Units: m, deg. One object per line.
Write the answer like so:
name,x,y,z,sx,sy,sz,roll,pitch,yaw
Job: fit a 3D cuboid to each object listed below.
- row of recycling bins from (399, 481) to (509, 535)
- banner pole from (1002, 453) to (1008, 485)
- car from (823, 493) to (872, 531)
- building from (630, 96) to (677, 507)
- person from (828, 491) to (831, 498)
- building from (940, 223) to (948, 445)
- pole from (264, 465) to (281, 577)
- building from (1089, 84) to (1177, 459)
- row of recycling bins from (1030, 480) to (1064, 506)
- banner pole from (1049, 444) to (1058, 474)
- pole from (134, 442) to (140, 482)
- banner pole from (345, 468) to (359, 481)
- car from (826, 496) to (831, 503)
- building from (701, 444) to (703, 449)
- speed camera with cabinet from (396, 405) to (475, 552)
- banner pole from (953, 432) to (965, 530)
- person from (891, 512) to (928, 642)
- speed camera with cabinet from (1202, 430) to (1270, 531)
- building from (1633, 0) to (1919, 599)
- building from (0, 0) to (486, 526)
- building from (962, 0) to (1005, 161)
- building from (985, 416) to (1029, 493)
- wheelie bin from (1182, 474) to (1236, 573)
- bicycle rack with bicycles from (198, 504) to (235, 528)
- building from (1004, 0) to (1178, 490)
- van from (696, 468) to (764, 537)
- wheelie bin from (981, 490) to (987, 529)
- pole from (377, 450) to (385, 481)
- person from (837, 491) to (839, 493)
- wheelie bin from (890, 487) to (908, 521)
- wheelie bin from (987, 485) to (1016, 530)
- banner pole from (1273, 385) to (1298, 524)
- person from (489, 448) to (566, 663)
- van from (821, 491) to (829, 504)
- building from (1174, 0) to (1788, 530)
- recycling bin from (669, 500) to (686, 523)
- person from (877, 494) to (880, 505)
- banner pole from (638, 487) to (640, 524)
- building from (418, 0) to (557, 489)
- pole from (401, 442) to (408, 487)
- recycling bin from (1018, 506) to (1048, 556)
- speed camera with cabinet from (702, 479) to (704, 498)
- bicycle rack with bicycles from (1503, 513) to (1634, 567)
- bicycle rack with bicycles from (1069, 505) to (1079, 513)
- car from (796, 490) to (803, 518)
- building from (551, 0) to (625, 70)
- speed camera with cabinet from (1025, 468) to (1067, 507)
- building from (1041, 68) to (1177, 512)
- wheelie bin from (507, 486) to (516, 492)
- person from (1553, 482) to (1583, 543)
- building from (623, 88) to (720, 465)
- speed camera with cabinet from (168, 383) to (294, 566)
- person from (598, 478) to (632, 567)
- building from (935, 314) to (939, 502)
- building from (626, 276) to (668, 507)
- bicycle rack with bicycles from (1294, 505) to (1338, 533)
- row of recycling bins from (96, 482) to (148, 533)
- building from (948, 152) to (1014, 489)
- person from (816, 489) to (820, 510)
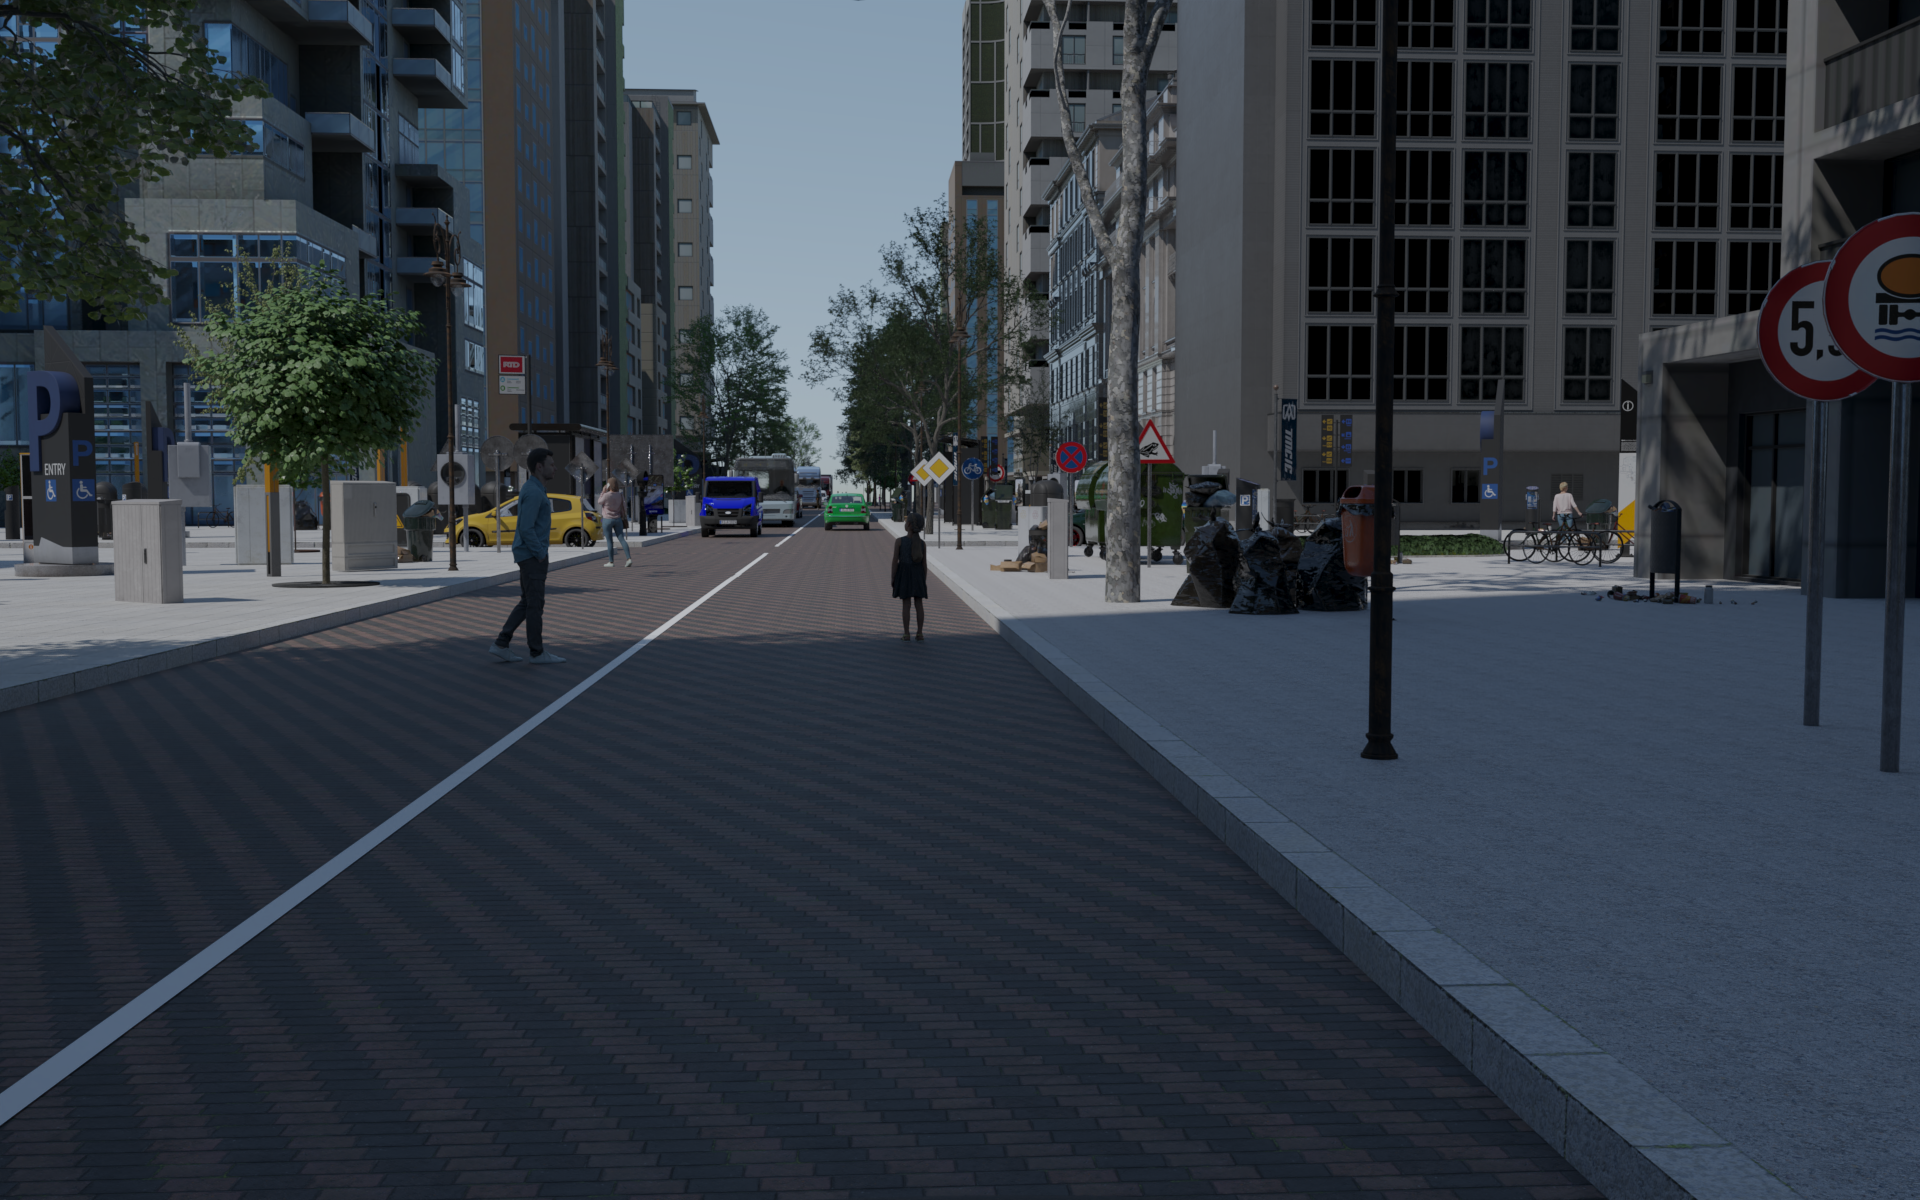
row of recycling bins,-16.086,-2.937,55.139,3.534,1.692,1.069,-3,4,-36
banner pole,2.748,-7.123,106.477,0.401,3.779,0.863,2,4,27
car,-4.506,-3.704,69.356,1.959,1.807,4.718,0,4,-3
building,-36.112,-29.901,172.480,14.154,41.232,14.086,0,4,-4
person,-17.460,-13.741,233.121,0.705,1.831,1.348,-3,5,-40
building,3.917,-35.396,262.322,14.154,41.232,14.086,0,4,-4
pole,-10.657,-2.016,26.805,0.158,3.312,0.155,0,3,0
building,14.805,-15.058,87.993,13.314,21.916,24.055,0,4,-4
row of recycling bins,2.604,-2.755,52.154,1.069,1.692,3.534,0,4,2
banner pole,4.701,-5.942,87.167,0.401,3.779,0.863,3,5,43
pole,-32.223,-4.525,67.829,0.158,3.312,0.155,0,3,0
banner pole,-23.238,-4.654,66.114,0.401,3.779,0.863,2,4,28
car,-9.988,-8.100,142.216,2.009,1.686,4.222,0,4,-3
building,-50.448,-34.465,255.386,32.217,40.220,23.993,0,4,-4
speed camera with cabinet,-11.790,-2.680,38.160,2.038,3.252,0.660,0,4,0
banner pole,-0.098,-4.389,61.778,0.401,3.779,0.863,-1,4,-22
person,-0.493,-0.226,16.863,0.362,1.253,0.373,-1,4,-13
speed camera with cabinet,8.597,-3.651,54.023,2.038,3.252,0.660,0,4,0
building,21.231,-35.272,14.944,20.563,71.187,20.611,0,4,-4
building,-35.496,-47.014,81.345,22.319,86.520,31.000,0,4,-4
building,8.945,-49.297,244.260,20.563,71.187,20.611,0,4,-4
building,18.343,-29.725,177.886,32.217,40.220,23.993,0,4,-4
wheelie bin,4.016,-1.229,28.002,0.980,1.594,0.693,1,4,23
bicycle rack with bicycles,-27.344,-3.202,65.735,2.852,0.926,2.925,1,4,15
building,18.386,-34.380,151.359,28.713,52.752,27.495,0,4,-4
van,-7.773,-3.347,59.104,2.240,2.365,5.245,0,4,-4
wheelie bin,1.119,-3.471,64.663,0.693,1.594,0.980,0,4,1
pole,-16.556,-3.406,49.532,0.158,3.312,0.155,0,3,0
person,-15.527,-12.978,220.672,0.705,1.826,1.348,-1,4,-22
wheelie bin,-2.896,-4.579,82.781,0.693,1.594,0.980,-3,4,-36
wheelie bin,1.537,-3.326,62.288,0.980,1.594,0.693,0,4,1
banner pole,7.445,-3.051,39.896,0.863,3.779,0.401,-2,4,-29
person,-3.687,-0.378,14.706,0.620,1.820,0.660,-1,4,-21
van,-17.007,-12.469,210.882,2.013,2.044,4.112,0,4,-4
building,21.429,-16.719,66.857,24.014,27.812,14.314,0,4,-4
recycling bin,-12.482,-3.926,76.744,0.722,1.027,0.722,-1,4,-22
person,-9.564,-11.798,204.624,0.599,1.433,0.991,2,4,33
banner pole,-13.452,-5.115,73.646,0.863,3.779,0.401,-3,4,-38
building,-34.786,-28.327,113.254,14.600,45.320,14.200,0,4,-4
pole,-15.154,-3.266,47.249,0.158,3.312,0.155,0,3,0
recycling bin,1.676,-1.402,35.471,0.722,1.027,0.722,-3,5,-41
speed camera with cabinet,-14.321,-6.422,99.332,2.038,3.252,0.660,0,4,-7
bicycle rack with bicycles,11.294,-1.132,31.892,2.852,0.926,2.925,-3,5,-42
bicycle rack with bicycles,4.563,-4.131,80.924,2.925,0.926,2.852,0,4,5
car,-10.549,-5.833,104.048,2.281,1.827,5.304,0,4,-2
building,-32.788,-27.246,129.069,14.154,41.232,14.086,0,4,-4
speed camera with cabinet,3.697,-4.975,75.683,2.038,3.252,0.660,3,5,39
building,12.798,-19.267,112.283,12.463,27.353,25.104,0,4,-4
wheelie bin,-18.364,-3.804,70.103,0.980,1.594,0.693,1,4,9
person,15.805,-2.192,45.008,0.731,1.740,0.598,1,4,14
building,-46.875,-39.149,229.319,28.713,52.752,27.495,0,4,-4
speed camera with cabinet,-13.166,-2.262,31.314,2.038,3.252,0.660,-1,4,-20
person,-6.742,-1.526,34.042,0.593,1.750,0.643,-3,5,-40
building,2.822,-30.892,276.779,14.160,30.474,14.107,0,4,-4
building,-41.013,-18.720,151.103,27.650,21.520,28.899,0,4,-4
bicycle rack with bicycles,11.442,-2.636,56.481,2.852,0.926,2.925,-3,5,-44
row of recycling bins,-28.724,-3.071,57.326,3.534,1.692,1.069,-1,4,-9
building,5.781,-35.311,227.437,14.600,45.320,14.200,0,4,-4
person,-13.004,-9.171,158.079,0.705,1.869,1.348,-1,4,-11
